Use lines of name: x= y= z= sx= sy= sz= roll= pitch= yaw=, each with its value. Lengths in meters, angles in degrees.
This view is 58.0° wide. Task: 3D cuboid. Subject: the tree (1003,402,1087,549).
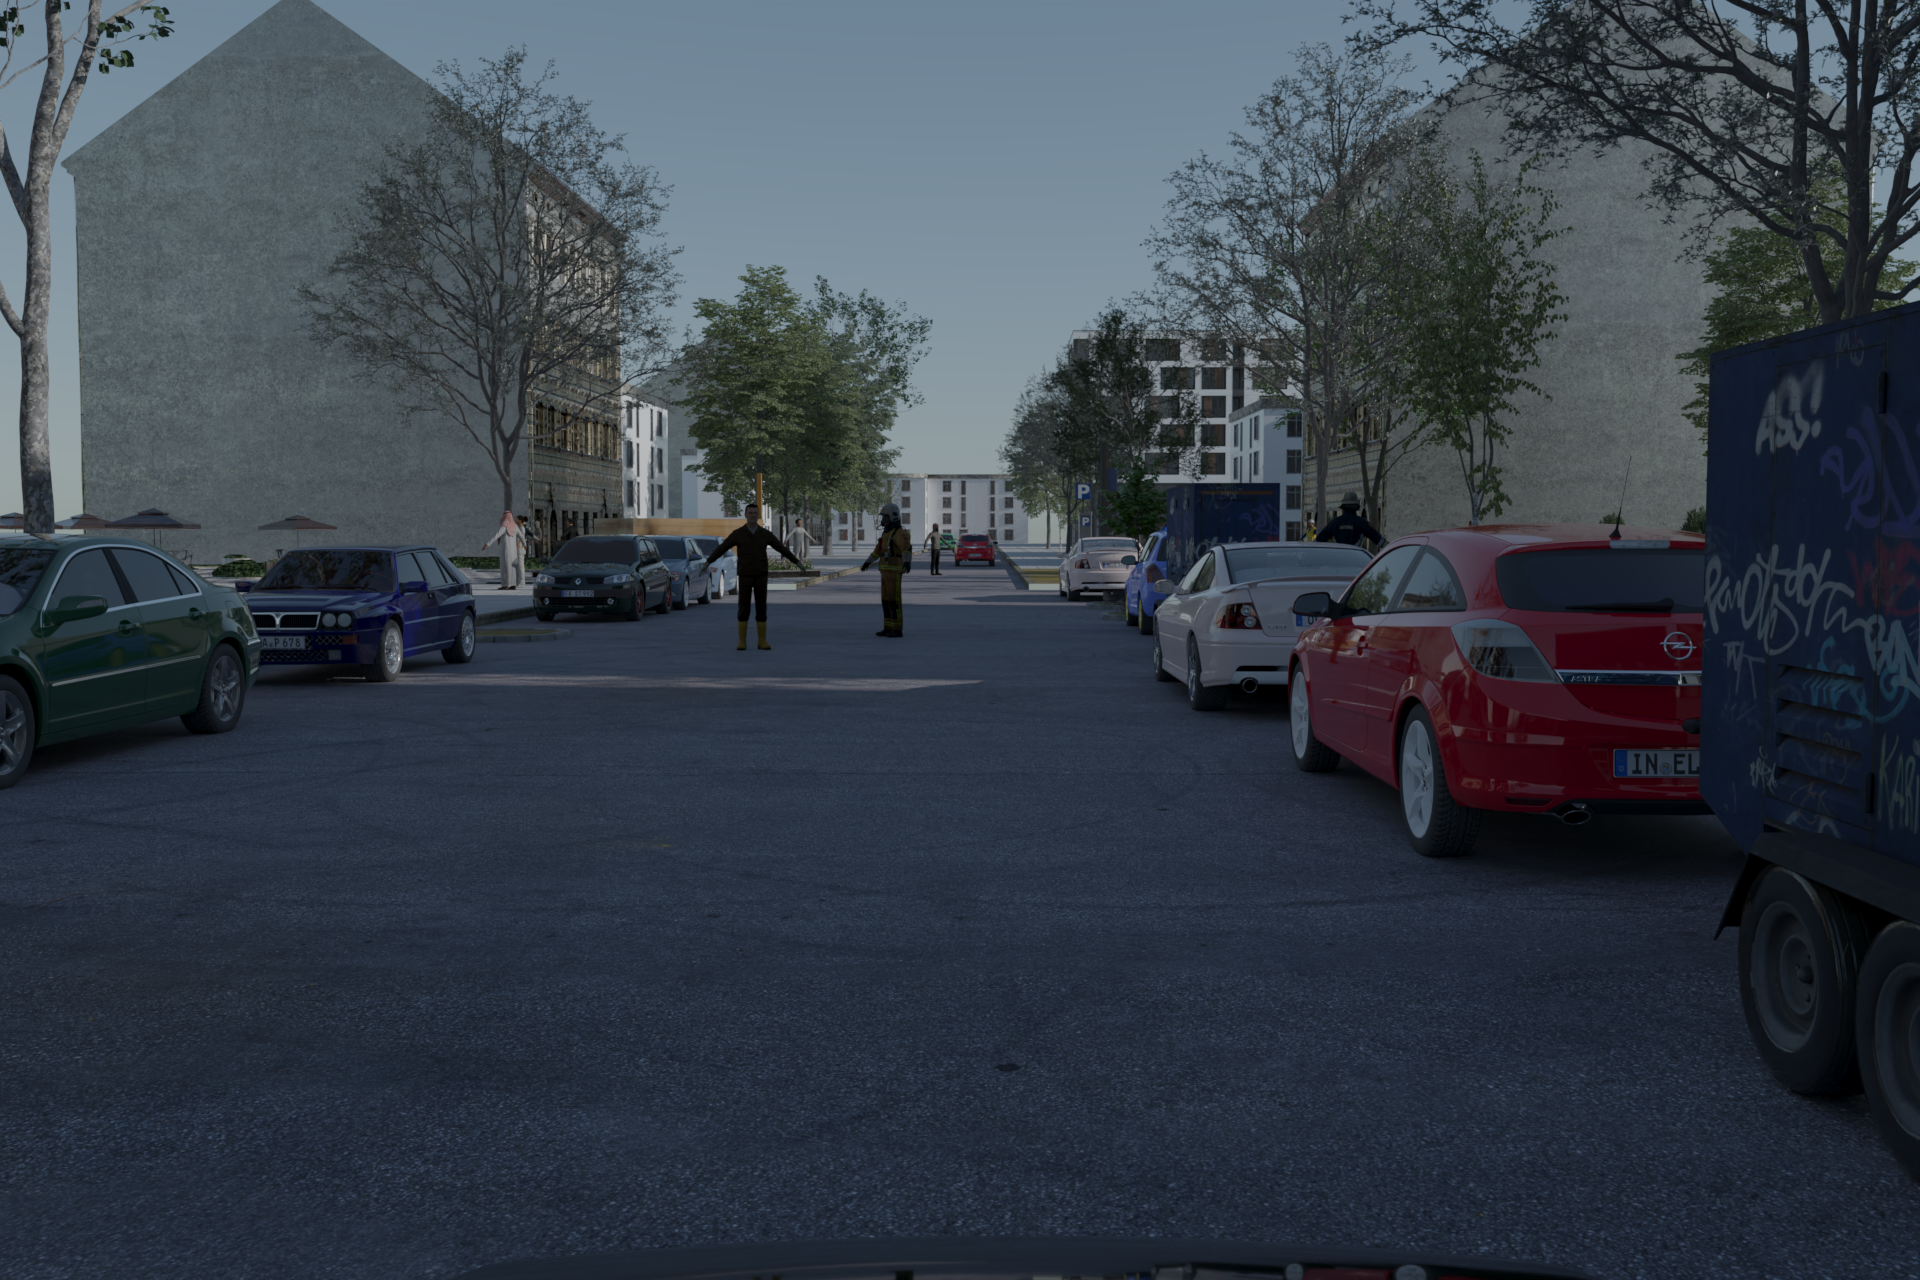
tree: x=7.136 y=-14.008 z=147.161 sx=7.486 sy=12.596 sz=7.792 roll=0 pitch=3 yaw=0

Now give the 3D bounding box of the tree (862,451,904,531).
tree: x=-7.536 y=-12.292 z=151.330 sx=4.360 sy=8.622 sz=3.978 roll=0 pitch=3 yaw=0

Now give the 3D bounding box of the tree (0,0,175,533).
tree: x=-13.246 y=-10.318 z=24.594 sx=12.611 sy=20.169 sz=13.585 roll=0 pitch=3 yaw=0

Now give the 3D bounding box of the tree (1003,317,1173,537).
tree: x=7.556 y=-11.422 z=97.125 sx=12.009 sy=13.543 sz=11.850 roll=0 pitch=3 yaw=0

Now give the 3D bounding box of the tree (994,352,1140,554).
tree: x=7.265 y=-12.458 z=114.053 sx=12.009 sy=13.543 sz=11.850 roll=0 pitch=3 yaw=0

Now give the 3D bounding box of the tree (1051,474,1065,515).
tree: x=16.542 y=-20.230 z=241.137 sx=12.009 sy=13.543 sz=11.850 roll=0 pitch=3 yaw=0

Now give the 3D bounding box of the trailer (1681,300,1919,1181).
trailer: x=2.827 y=0.139 z=4.784 sx=1.471 sy=1.999 sz=3.904 roll=0 pitch=4 yaw=1

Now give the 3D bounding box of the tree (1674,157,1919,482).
tree: x=25.646 y=-8.237 z=52.803 sx=7.486 sy=12.596 sz=7.792 roll=0 pitch=3 yaw=0

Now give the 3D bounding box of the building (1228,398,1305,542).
building: x=23.190 y=-10.098 z=107.258 sx=9.099 sy=9.664 sz=28.070 roll=0 pitch=4 yaw=0

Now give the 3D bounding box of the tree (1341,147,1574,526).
tree: x=9.477 y=-5.011 z=32.287 sx=4.737 sy=8.622 sz=4.395 roll=0 pitch=3 yaw=0

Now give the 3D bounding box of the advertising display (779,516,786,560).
advertising display: x=-6.309 y=-3.457 z=61.732 sx=0.123 sy=1.923 sz=0.974 roll=0 pitch=4 yaw=1

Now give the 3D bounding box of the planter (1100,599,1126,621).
planter: x=3.391 y=-0.505 z=29.396 sx=1.991 sy=0.319 sz=1.994 roll=0 pitch=4 yaw=2

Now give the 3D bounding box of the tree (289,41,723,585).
tree: x=-11.585 y=-8.173 z=43.995 sx=12.009 sy=13.543 sz=11.850 roll=0 pitch=3 yaw=0

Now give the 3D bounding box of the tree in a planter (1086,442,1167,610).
tree in a planter: x=3.466 y=-2.224 z=33.577 sx=1.991 sy=3.239 sz=1.994 roll=0 pitch=4 yaw=0

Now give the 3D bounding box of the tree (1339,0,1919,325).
tree: x=9.055 y=-6.557 z=17.581 sx=12.009 sy=13.543 sz=11.850 roll=0 pitch=3 yaw=0

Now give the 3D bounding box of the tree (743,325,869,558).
tree: x=-8.834 y=-10.782 z=94.412 sx=7.486 sy=12.596 sz=7.792 roll=0 pitch=3 yaw=0

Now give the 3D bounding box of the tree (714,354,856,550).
tree: x=-8.743 y=-9.181 z=84.523 sx=7.601 sy=10.594 sz=8.767 roll=-1 pitch=4 yaw=-20

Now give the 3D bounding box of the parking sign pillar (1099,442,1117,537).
parking sign pillar: x=4.370 y=-3.848 z=51.385 sx=1.447 sy=3.967 sz=1.447 roll=0 pitch=4 yaw=1

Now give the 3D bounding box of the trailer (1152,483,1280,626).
trailer: x=3.094 y=-0.869 z=21.259 sx=1.471 sy=1.999 sz=3.904 roll=0 pitch=4 yaw=0

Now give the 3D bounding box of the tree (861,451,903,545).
tree: x=-7.090 y=-11.994 z=146.462 sx=4.360 sy=8.622 sz=3.978 roll=0 pitch=3 yaw=0

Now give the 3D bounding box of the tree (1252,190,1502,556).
tree: x=12.729 y=-7.810 z=53.443 sx=9.928 sy=11.665 sz=9.643 roll=0 pitch=3 yaw=0

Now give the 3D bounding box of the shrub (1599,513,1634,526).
shrub: x=22.515 y=-3.416 z=59.895 sx=1.661 sy=2.075 sz=1.752 roll=0 pitch=3 yaw=0

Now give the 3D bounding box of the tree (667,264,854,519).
tree: x=-8.362 y=-9.462 z=72.833 sx=7.486 sy=12.596 sz=7.792 roll=0 pitch=3 yaw=0

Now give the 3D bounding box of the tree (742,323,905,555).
tree: x=-8.106 y=-12.095 z=104.412 sx=9.857 sy=13.997 sz=8.962 roll=0 pitch=3 yaw=0

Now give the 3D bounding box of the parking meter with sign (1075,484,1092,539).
parking meter with sign: x=4.246 y=-3.843 z=59.101 sx=0.543 sy=3.016 sz=1.738 roll=0 pitch=4 yaw=1

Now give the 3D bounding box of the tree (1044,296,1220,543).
tree: x=6.785 y=-8.194 z=68.387 sx=7.601 sy=10.594 sz=8.767 roll=1 pitch=4 yaw=14

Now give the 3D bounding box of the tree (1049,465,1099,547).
tree: x=7.962 y=-10.580 z=123.351 sx=4.360 sy=8.622 sz=3.978 roll=0 pitch=3 yaw=0

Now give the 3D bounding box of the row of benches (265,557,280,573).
row of benches: x=-17.504 y=-1.819 z=45.204 sx=1.422 sy=0.672 sz=4.104 roll=-2 pitch=4 yaw=-30

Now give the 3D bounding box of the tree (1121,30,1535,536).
tree: x=9.046 y=-8.099 z=42.790 sx=12.009 sy=13.543 sz=11.850 roll=0 pitch=3 yaw=0

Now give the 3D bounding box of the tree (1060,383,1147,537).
tree: x=6.327 y=-8.062 z=82.170 sx=4.360 sy=8.622 sz=3.978 roll=0 pitch=3 yaw=0

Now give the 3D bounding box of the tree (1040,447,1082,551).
tree: x=7.528 y=-11.097 z=131.790 sx=4.360 sy=8.622 sz=3.978 roll=0 pitch=3 yaw=0

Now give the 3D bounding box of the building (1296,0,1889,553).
building: x=25.933 y=-14.970 z=75.681 sx=19.493 sy=23.208 sz=18.063 roll=0 pitch=4 yaw=1

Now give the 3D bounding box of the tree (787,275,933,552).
tree: x=-8.017 y=-16.536 z=126.245 sx=12.611 sy=20.169 sz=13.585 roll=0 pitch=3 yaw=0

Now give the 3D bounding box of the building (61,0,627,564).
building: x=-26.713 y=-15.211 z=79.621 sx=19.493 sy=23.208 sz=18.063 roll=0 pitch=4 yaw=1

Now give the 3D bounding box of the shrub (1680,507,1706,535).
shrub: x=19.894 y=-2.605 z=46.631 sx=1.661 sy=2.075 sz=1.752 roll=0 pitch=3 yaw=0

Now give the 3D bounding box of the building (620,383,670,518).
building: x=-22.706 y=-10.188 z=108.723 sx=9.099 sy=9.664 sz=28.070 roll=0 pitch=4 yaw=1
